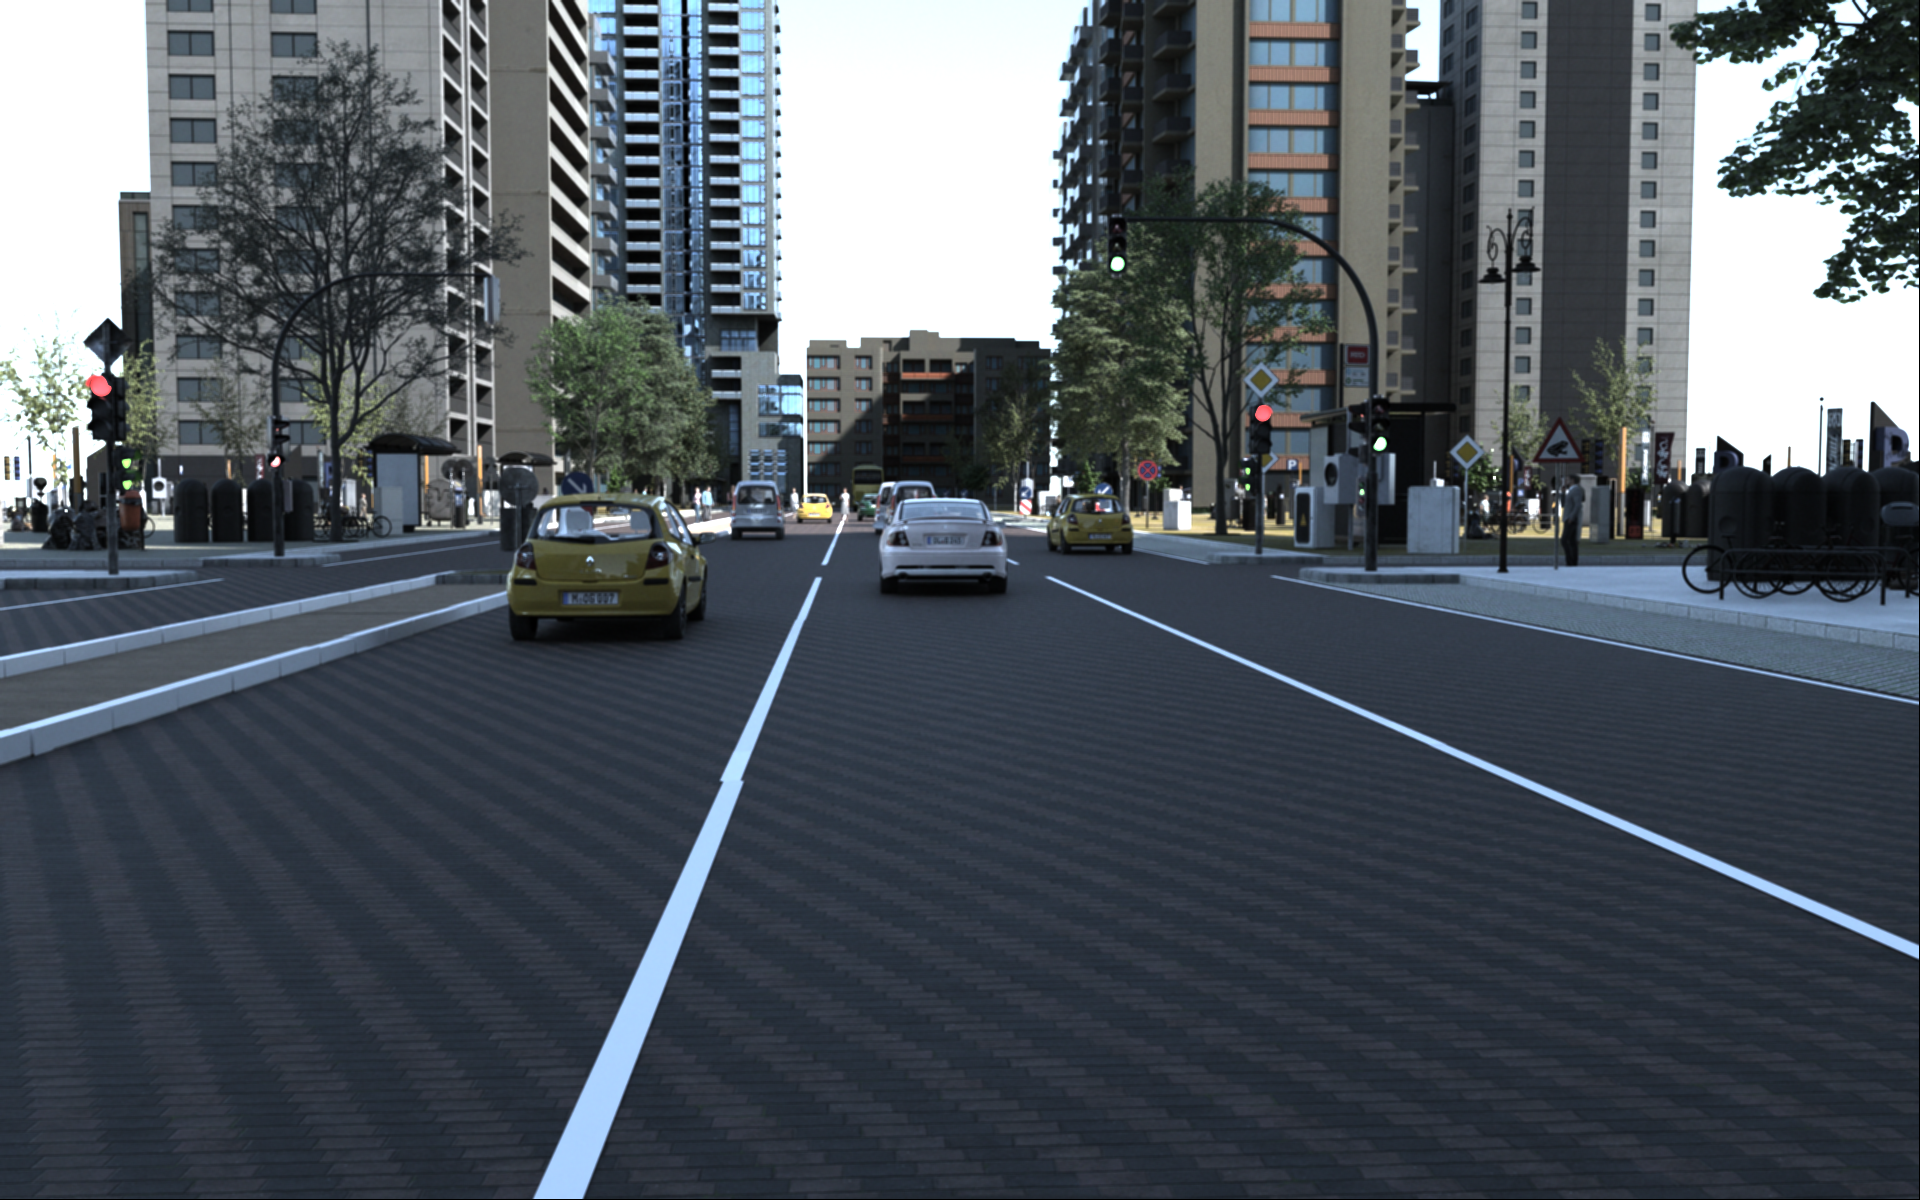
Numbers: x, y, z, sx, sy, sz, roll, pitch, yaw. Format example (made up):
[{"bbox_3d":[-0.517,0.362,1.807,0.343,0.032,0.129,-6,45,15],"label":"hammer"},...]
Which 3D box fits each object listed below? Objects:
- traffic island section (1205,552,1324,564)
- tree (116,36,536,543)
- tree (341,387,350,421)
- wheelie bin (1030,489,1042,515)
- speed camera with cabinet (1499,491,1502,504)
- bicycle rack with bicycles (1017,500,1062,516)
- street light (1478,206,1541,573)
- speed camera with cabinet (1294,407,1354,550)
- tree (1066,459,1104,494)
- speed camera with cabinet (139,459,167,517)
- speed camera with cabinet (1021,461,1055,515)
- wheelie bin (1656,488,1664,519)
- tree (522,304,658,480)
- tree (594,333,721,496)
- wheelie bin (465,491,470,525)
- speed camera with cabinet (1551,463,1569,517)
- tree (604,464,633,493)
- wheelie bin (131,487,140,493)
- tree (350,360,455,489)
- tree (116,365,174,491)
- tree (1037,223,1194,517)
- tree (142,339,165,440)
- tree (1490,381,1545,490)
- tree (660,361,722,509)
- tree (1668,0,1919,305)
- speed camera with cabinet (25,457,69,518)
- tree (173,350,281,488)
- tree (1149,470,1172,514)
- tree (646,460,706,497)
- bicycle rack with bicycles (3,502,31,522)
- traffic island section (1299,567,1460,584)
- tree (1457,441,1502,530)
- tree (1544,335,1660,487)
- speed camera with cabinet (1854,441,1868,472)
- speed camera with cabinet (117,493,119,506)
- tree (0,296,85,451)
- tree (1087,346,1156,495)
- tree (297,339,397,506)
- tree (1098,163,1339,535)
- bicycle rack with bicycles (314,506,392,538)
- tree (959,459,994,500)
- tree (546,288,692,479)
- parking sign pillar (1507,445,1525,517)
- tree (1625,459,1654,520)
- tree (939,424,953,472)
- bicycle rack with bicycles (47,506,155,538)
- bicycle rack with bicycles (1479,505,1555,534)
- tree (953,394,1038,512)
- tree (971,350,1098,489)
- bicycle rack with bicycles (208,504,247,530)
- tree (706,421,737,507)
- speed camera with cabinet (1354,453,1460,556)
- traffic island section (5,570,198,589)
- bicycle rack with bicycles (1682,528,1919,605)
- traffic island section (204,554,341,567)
[{"bbox_3d":[6.381,-0.892,36.872,2.009,0.180,2.903,0,4,-3],"label":"traffic island section"},{"bbox_3d":[-16.569,-8.296,46.014,12.009,13.543,11.850,0,3,0],"label":"tree"},{"bbox_3d":[-34.187,-9.288,102.213,4.360,8.622,3.978,0,3,0],"label":"tree"},{"bbox_3d":[4.770,-6.016,106.277,0.980,1.594,0.693,-2,4,-31],"label":"wheelie bin"},{"bbox_3d":[33.736,-6.828,105.970,0.660,3.252,2.038,3,5,43],"label":"speed camera with cabinet"},{"bbox_3d":[5.056,-5.920,110.168,2.925,0.926,2.852,0,4,2],"label":"bicycle rack with bicycles"},{"bbox_3d":[8.891,-3.388,28.182,0.468,5.910,1.993,0,4,-3],"label":"street light"},{"bbox_3d":[8.485,-2.801,40.135,0.660,3.252,2.038,-1,4,-17],"label":"speed camera with cabinet"},{"bbox_3d":[5.909,-5.278,80.895,1.663,3.219,1.824,0,3,0],"label":"tree"},{"bbox_3d":[-45.276,-6.238,96.326,2.038,3.252,0.660,-1,4,-19],"label":"speed camera with cabinet"},{"bbox_3d":[4.725,-6.774,105.088,2.038,3.252,0.660,-1,4,-10],"label":"speed camera with cabinet"},{"bbox_3d":[36.756,-5.042,90.342,0.980,1.594,0.693,-3,5,-45],"label":"wheelie bin"},{"bbox_3d":[-19.995,-10.283,93.884,9.928,11.665,9.643,0,3,0],"label":"tree"},{"bbox_3d":[-21.767,-12.636,123.601,9.611,12.733,9.660,0,3,0],"label":"tree"},{"bbox_3d":[-20.435,-3.840,70.686,0.980,1.594,0.693,3,5,43],"label":"wheelie bin"},{"bbox_3d":[33.527,-6.284,97.079,2.038,3.252,0.660,-2,4,-28],"label":"speed camera with cabinet"},{"bbox_3d":[-20.022,-6.459,100.213,1.663,3.219,1.824,0,3,0],"label":"tree"},{"bbox_3d":[-39.347,-4.555,82.383,0.693,1.594,0.980,-2,4,-28],"label":"wheelie bin"},{"bbox_3d":[-30.403,-8.876,95.489,4.360,8.622,3.978,0,3,0],"label":"tree"},{"bbox_3d":[-47.137,-9.142,99.841,4.360,8.622,3.978,0,3,0],"label":"tree"},{"bbox_3d":[6.718,-9.474,73.031,7.486,12.596,7.792,0,3,0],"label":"tree"},{"bbox_3d":[-37.558,-7.784,77.636,4.737,8.622,4.395,0,3,0],"label":"tree"},{"bbox_3d":[36.120,-9.858,111.534,4.737,8.622,4.395,0,3,0],"label":"tree"},{"bbox_3d":[-23.879,-13.959,146.357,7.486,12.596,7.792,0,3,0],"label":"tree"},{"bbox_3d":[10.321,-5.920,14.913,7.486,12.596,7.792,0,3,0],"label":"tree"},{"bbox_3d":[-49.537,-6.094,93.979,0.660,3.252,2.038,2,4,35],"label":"speed camera with cabinet"},{"bbox_3d":[-36.361,-8.335,86.646,4.360,8.622,3.978,0,3,0],"label":"tree"},{"bbox_3d":[12.403,-7.043,109.747,1.663,3.219,1.824,0,3,0],"label":"tree"},{"bbox_3d":[-22.720,-11.187,133.277,4.737,8.622,4.395,0,3,0],"label":"tree"},{"bbox_3d":[-43.417,-3.991,78.634,2.925,0.926,2.852,-1,4,-15],"label":"bicycle rack with bicycles"},{"bbox_3d":[6.866,-0.405,28.902,2.009,0.180,2.903,0,4,-3],"label":"traffic island section"},{"bbox_3d":[19.022,-4.181,62.953,1.663,3.219,1.824,0,3,0],"label":"tree"},{"bbox_3d":[30.150,-7.895,79.451,4.737,8.622,4.395,0,3,0],"label":"tree"},{"bbox_3d":[33.109,-4.286,64.412,2.038,3.252,0.660,-2,4,-35],"label":"speed camera with cabinet"},{"bbox_3d":[-44.025,-5.801,89.184,2.038,3.252,0.660,2,4,28],"label":"speed camera with cabinet"},{"bbox_3d":[-33.464,-6.933,63.713,4.737,8.622,4.395,0,3,0],"label":"tree"},{"bbox_3d":[7.963,-8.183,84.157,4.737,8.622,4.395,0,3,0],"label":"tree"},{"bbox_3d":[-27.344,-7.717,76.540,4.737,8.622,4.395,0,3,0],"label":"tree"},{"bbox_3d":[8.170,-7.854,54.176,9.928,11.665,9.643,0,3,0],"label":"tree"},{"bbox_3d":[-18.275,-2.300,50.989,2.925,0.926,2.852,-1,4,-22],"label":"bicycle rack with bicycles"},{"bbox_3d":[1.552,-10.965,162.987,4.285,4.588,4.351,0,3,0],"label":"tree"},{"bbox_3d":[-21.335,-12.383,109.111,9.857,13.997,8.962,0,3,0],"label":"tree"},{"bbox_3d":[30.306,-6.484,94.489,1.447,3.967,1.447,0,4,-7],"label":"parking sign pillar"},{"bbox_3d":[34.202,-5.634,86.721,1.663,3.219,1.824,0,3,0],"label":"tree"},{"bbox_3d":[-0.185,-14.234,183.082,4.737,8.622,4.395,0,3,0],"label":"tree"},{"bbox_3d":[-25.029,-2.263,50.378,2.925,0.926,2.852,-2,4,-33],"label":"bicycle rack with bicycles"},{"bbox_3d":[18.153,-2.664,56.946,2.925,0.926,2.852,-1,4,-20],"label":"bicycle rack with bicycles"},{"bbox_3d":[2.815,-11.123,132.221,4.737,8.622,4.395,0,3,0],"label":"tree"},{"bbox_3d":[4.846,-10.850,111.814,8.767,10.594,7.601,0,4,4],"label":"tree"},{"bbox_3d":[-25.931,-2.973,61.996,2.925,0.926,2.852,0,4,7],"label":"bicycle rack with bicycles"},{"bbox_3d":[-24.717,-13.742,175.042,4.737,8.622,4.395,0,3,0],"label":"tree"},{"bbox_3d":[9.522,-2.592,36.722,2.038,3.252,0.660,2,4,27],"label":"speed camera with cabinet"},{"bbox_3d":[-13.537,-0.329,27.668,2.009,0.180,2.903,0,4,-3],"label":"traffic island section"},{"bbox_3d":[10.461,-0.494,21.455,2.925,0.926,2.852,3,4,38],"label":"bicycle rack with bicycles"},{"bbox_3d":[-14.023,-0.817,35.638,2.009,0.180,2.903,0,4,-3],"label":"traffic island section"}]
